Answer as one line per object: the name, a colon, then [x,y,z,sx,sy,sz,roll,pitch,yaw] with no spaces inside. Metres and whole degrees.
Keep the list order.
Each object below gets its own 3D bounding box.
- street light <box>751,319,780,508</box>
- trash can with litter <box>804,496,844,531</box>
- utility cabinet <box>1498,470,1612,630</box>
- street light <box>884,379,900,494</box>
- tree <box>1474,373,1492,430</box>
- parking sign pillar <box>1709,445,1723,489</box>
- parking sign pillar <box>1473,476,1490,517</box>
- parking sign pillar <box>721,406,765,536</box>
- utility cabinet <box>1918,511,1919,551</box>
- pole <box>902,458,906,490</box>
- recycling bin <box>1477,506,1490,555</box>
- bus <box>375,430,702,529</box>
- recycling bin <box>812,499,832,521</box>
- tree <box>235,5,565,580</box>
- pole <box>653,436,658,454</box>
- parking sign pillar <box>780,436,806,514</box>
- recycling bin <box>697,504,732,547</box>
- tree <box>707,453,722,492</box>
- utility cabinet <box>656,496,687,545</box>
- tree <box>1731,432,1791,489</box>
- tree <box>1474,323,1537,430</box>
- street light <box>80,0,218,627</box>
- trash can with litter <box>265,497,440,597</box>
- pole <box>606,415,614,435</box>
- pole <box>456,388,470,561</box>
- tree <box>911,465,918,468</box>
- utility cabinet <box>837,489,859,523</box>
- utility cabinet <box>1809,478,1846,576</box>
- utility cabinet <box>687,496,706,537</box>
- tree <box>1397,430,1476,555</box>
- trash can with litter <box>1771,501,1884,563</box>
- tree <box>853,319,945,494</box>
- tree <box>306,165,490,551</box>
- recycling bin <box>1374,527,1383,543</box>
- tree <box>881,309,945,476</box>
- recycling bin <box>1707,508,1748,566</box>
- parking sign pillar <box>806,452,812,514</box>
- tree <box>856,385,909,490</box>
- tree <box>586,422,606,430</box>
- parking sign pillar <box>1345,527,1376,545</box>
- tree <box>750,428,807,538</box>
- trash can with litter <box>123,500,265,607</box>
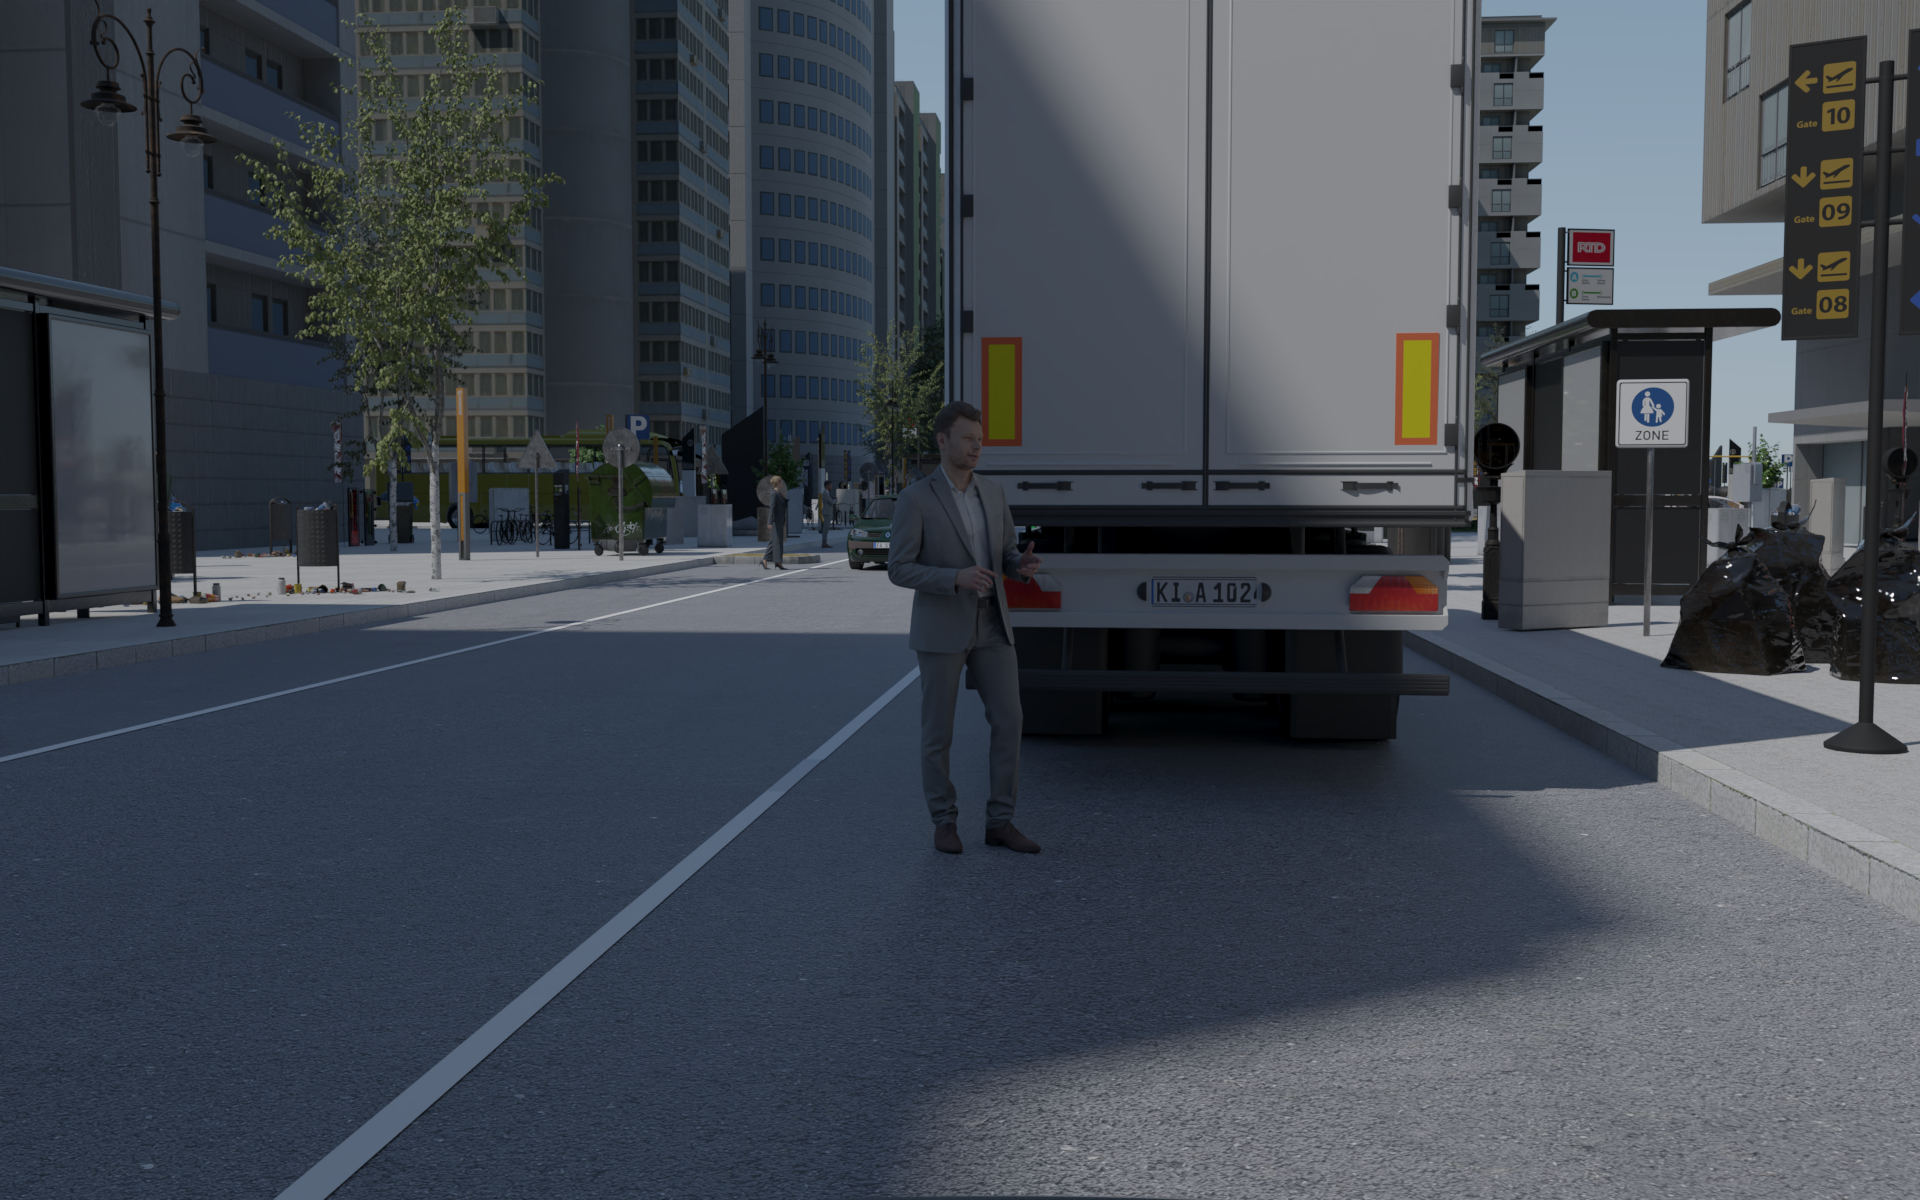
street light: [-5.148,-4.473,45.919,0.468,5.910,1.993,0,4,5]
trash can with litter: [-4.920,-3.082,61.447,1.678,1.210,2.233,2,4,27]
utility cabinet: [5.650,-0.476,16.464,1.173,1.500,0.318,-2,4,-30]
street light: [-2.714,-5.939,69.896,0.468,5.910,1.993,0,4,5]
tree: [25.864,-8.627,91.415,4.737,8.622,4.395,0,3,0]
parking sign pillar: [41.509,-6.544,95.462,1.447,3.967,1.447,-3,5,-44]
parking sign pillar: [28.745,-6.569,95.882,1.447,3.967,1.447,0,4,-1]
parking sign pillar: [-6.644,-3.957,53.165,1.447,3.967,1.447,0,4,0]
utility cabinet: [10.945,-0.463,18.734,1.020,1.237,0.306,2,4,29]
pole: [-3.133,-6.323,97.230,0.158,3.312,0.155,0,3,0]
recycling bin: [11.321,-1.449,36.253,0.722,1.027,0.722,-1,4,-9]
bus: [-16.152,-4.610,66.923,12.252,3.916,2.896,0,4,4]
recycling bin: [-6.617,-4.303,82.915,0.722,1.027,0.722,-2,4,-33]
tree: [-8.119,-4.612,25.772,4.737,8.622,4.395,0,3,0]
pole: [-10.690,-4.103,60.930,0.158,3.312,0.155,0,3,0]
parking sign pillar: [-8.043,-5.606,80.123,1.447,3.967,1.447,0,4,-2]
recycling bin: [-5.939,-1.798,41.946,0.722,1.027,0.722,0,4,4]
tree: [-10.830,-5.162,79.000,1.663,3.219,1.824,0,3,0]
utility cabinet: [-7.411,-2.022,44.216,0.306,1.237,1.020,1,4,17]
tree: [25.186,-3.676,54.705,1.663,3.219,1.824,0,3,0]
tree: [23.938,-7.627,75.068,4.360,8.622,3.978,0,3,0]
street light: [-7.699,-2.681,16.621,0.468,5.910,1.993,0,4,5]
trash can with litter: [-7.937,-0.696,22.435,2.233,1.210,1.678,0,4,-8]
pole: [-9.010,-3.110,44.688,0.158,3.312,0.155,0,3,0]
pole: [-9.581,-2.420,33.404,0.158,3.312,0.155,0,3,0]
tree: [-2.697,-9.775,143.531,4.285,4.588,4.351,0,3,0]
utility cabinet: [-4.908,-4.115,75.965,0.318,1.500,1.173,-3,5,-45]
utility cabinet: [12.087,-0.948,24.176,0.318,1.500,1.173,2,4,34]
utility cabinet: [-8.082,-2.483,51.751,1.020,1.237,0.306,-3,5,-43]
tree: [5.963,-1.720,22.723,1.663,3.219,1.824,0,3,0]
trash can with litter: [8.404,-0.382,17.305,1.678,1.210,2.233,2,4,33]
tree: [-2.727,-7.559,73.945,4.737,8.622,4.395,0,3,0]
tree: [-12.735,-5.414,38.885,4.360,8.622,3.978,0,3,0]
recycling bin: [10.747,-2.022,45.622,0.722,1.027,0.722,0,4,7]
tree: [-0.219,-11.541,105.705,9.611,12.733,9.660,0,3,0]
recycling bin: [13.536,-1.125,30.945,0.722,1.027,0.722,-1,4,-18]
parking sign pillar: [-10.088,-7.547,111.862,1.447,3.967,1.447,3,4,39]
tree: [-4.907,-10.156,116.419,4.360,8.622,3.978,0,3,0]
tree: [-16.338,-5.848,79.326,4.285,4.588,4.351,0,3,0]
parking sign pillar: [8.591,-3.072,38.706,1.447,3.967,1.447,0,4,1]
tree: [-5.368,-3.454,51.078,1.663,3.219,1.824,0,3,0]
trash can with litter: [-9.685,-0.577,20.498,2.233,1.210,1.678,0,4,-4]
